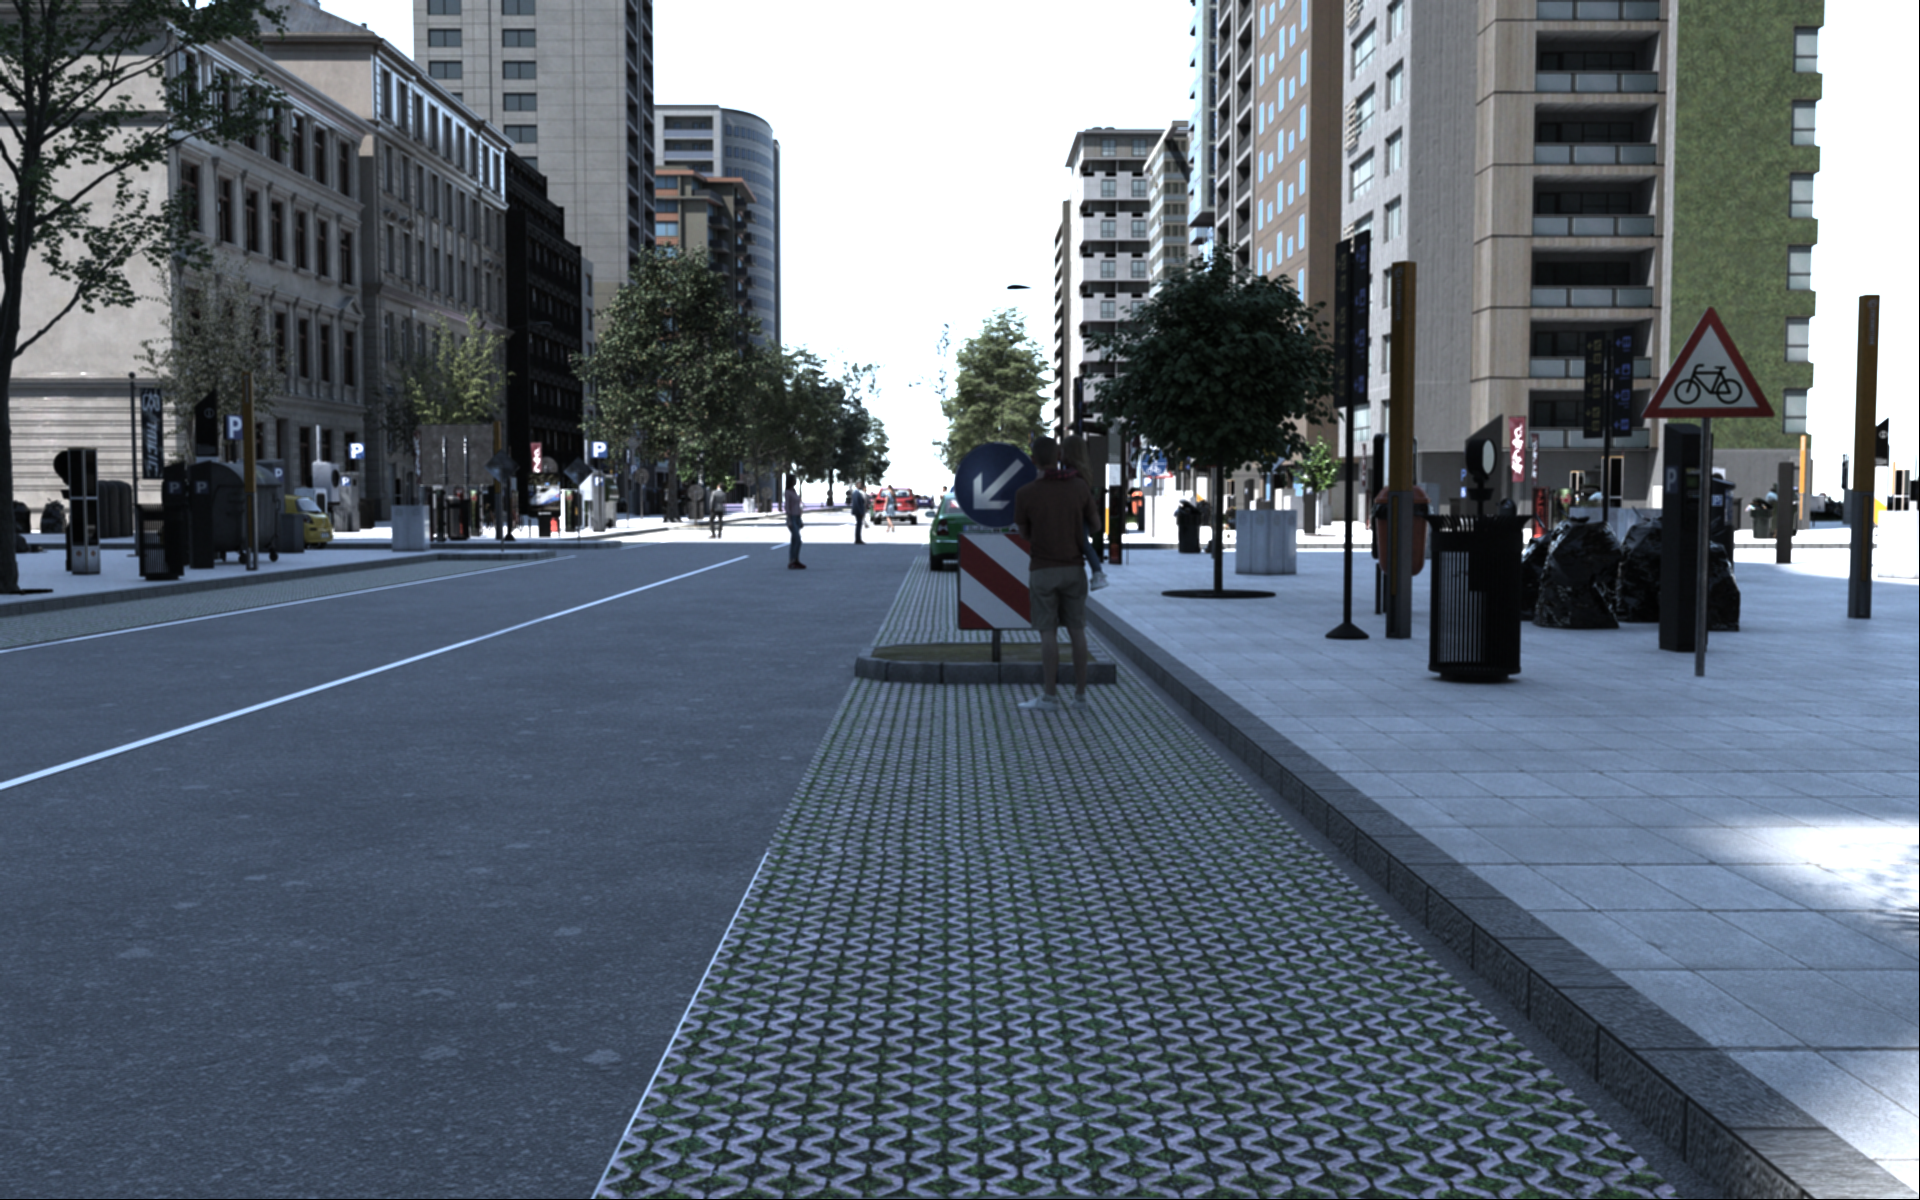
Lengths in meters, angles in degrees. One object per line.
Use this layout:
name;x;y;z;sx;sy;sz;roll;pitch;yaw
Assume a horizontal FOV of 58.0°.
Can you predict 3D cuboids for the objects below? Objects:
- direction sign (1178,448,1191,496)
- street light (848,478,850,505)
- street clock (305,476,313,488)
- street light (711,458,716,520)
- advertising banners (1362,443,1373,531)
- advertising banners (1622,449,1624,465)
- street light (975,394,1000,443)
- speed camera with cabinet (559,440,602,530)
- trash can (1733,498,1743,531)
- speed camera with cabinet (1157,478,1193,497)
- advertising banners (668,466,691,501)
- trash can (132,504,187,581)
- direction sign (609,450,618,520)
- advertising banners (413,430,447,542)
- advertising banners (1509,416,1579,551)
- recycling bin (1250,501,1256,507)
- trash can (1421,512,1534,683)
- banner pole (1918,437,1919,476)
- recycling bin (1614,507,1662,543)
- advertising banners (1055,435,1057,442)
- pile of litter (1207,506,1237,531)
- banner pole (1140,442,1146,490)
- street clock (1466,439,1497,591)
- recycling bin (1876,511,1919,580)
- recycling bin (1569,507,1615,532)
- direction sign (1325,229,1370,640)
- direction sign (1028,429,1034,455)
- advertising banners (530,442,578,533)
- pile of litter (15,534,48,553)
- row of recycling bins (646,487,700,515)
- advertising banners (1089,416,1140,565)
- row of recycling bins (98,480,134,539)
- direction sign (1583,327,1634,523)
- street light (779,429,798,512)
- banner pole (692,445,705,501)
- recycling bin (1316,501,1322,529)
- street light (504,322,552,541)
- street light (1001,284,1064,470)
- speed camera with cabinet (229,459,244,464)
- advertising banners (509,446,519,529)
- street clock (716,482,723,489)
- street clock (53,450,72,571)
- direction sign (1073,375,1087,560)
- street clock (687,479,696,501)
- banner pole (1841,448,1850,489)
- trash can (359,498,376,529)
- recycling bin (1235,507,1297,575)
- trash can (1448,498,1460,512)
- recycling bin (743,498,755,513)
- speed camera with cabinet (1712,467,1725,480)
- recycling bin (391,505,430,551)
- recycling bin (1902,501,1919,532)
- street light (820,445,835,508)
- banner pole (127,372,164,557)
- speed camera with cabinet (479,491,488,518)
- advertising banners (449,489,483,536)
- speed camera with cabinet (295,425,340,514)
direction sign;7.913;-4.229;61.148;0.379;3.537;0.876;-1;4;-22
street light;-12.710;-14.288;206.143;1.470;5.913;1.316;0;4;0
street clock;-25.375;-3.862;67.720;0.358;2.002;0.471;0;4;5
street light;-11.946;-7.015;87.239;1.470;5.913;1.316;0;4;0
advertising banners;14.323;-3.950;60.762;0.090;3.025;2.074;2;4;26
advertising banners;23.074;-3.926;60.377;0.090;3.025;2.074;1;4;22
street light;1.413;-6.617;80.733;1.470;5.913;1.316;0;4;0
speed camera with cabinet;-13.662;-4.149;62.168;0.660;3.252;2.038;2;4;25
trash can;26.783;-2.966;60.150;0.748;1.137;0.748;0;3;0
speed camera with cabinet;10.748;-5.696;87.464;2.038;3.252;0.660;0;4;5
advertising banners;-16.258;-6.449;101.623;2.074;3.025;0.090;-3;5;-42
trash can;-11.919;-0.867;25.835;0.748;1.137;0.748;0;3;0
direction sign;-17.253;-5.769;86.316;0.379;3.537;0.876;-3;4;-39
advertising banners;-14.309;-3.088;46.678;0.090;3.025;2.074;-3;4;-38
advertising banners;12.873;-2.576;38.308;0.090;3.025;2.074;-2;4;-27
recycling bin;11.106;-3.127;63.679;0.722;1.027;0.722;2;4;26
trash can;3.555;-0.018;11.941;0.748;1.137;0.748;0;3;0
banner pole;41.630;-5.193;74.922;0.401;3.779;0.863;0;4;-3
recycling bin;11.945;-1.076;30.146;0.722;1.027;0.722;0;4;-5
advertising banners;2.724;-3.334;50.691;0.090;3.025;2.074;1;4;10
pile of litter;9.355;-2.891;61.236;1.719;0.858;1.176;-3;4;-36
banner pole;8.807;-5.715;83.458;0.401;3.779;0.863;-1;4;-22
street clock;6.860;-1.117;22.836;0.358;2.002;0.471;3;5;41
recycling bin;14.453;-0.838;26.249;0.722;1.027;0.722;-1;4;-15
recycling bin;12.089;-1.251;33.007;0.722;1.027;0.722;0;4;-4
direction sign;3.454;-1.428;15.345;0.379;3.537;0.876;0;4;-5
direction sign;2.498;-4.214;60.896;0.379;3.537;0.876;0;4;-8
advertising banners;-13.580;-3.773;57.874;2.074;3.025;0.090;2;4;31
pile of litter;-20.938;-1.462;37.875;1.719;0.858;1.176;0;4;8
row of recycling bins;-18.291;-6.389;111.578;3.534;1.692;1.069;-3;5;-39
advertising banners;2.834;-2.168;31.643;0.090;3.025;2.074;-1;4;-21
row of recycling bins;-25.250;-2.699;51.234;1.069;1.692;3.534;-1;4;-11
direction sign;8.944;-1.955;23.958;0.379;3.537;0.876;-2;4;-23
street light;-12.163;-9.193;122.843;1.470;5.913;1.316;0;4;0
banner pole;-13.374;-6.017;88.388;0.863;3.779;0.401;1;4;13
recycling bin;13.101;-3.187;64.659;0.722;1.027;0.722;1;4;23
street light;-11.719;-4.550;46.933;1.470;5.913;1.316;0;4;0
street light;1.724;-4.034;38.504;1.470;5.913;1.316;0;4;0
speed camera with cabinet;-19.327;-3.183;46.386;0.660;3.252;2.038;-2;4;-30
advertising banners;-16.421;-4.126;63.650;0.090;3.025;2.074;0;4;-5
street clock;-13.370;-5.606;96.230;0.471;2.002;0.358;-1;4;-13
street clock;-14.807;-1.488;28.895;0.471;2.002;0.358;0;4;-2
direction sign;2.280;-2.538;33.489;0.379;3.537;0.876;0;4;-7
street clock;-13.268;-4.958;85.625;0.358;2.002;0.471;1;4;16
banner pole;48.018;-6.360;94.000;0.401;3.779;0.863;0;4;1
trash can;-21.644;-3.146;63.088;0.748;1.137;0.748;0;3;0
recycling bin;4.910;-0.931;27.777;0.722;1.027;0.722;-3;5;-40
trash can;17.297;-2.960;60.046;0.748;1.137;0.748;0;3;0
recycling bin;-14.000;-6.273;115.117;0.722;1.027;0.722;0;4;-1
speed camera with cabinet;47.127;-6.922;107.506;2.038;3.252;0.660;-1;4;-18
recycling bin;-12.382;-1.621;39.051;0.722;1.027;0.722;0;4;-7
recycling bin;35.255;-3.121;63.576;0.722;1.027;0.722;0;4;-2
street light;-12.459;-11.658;163.147;1.470;5.913;1.316;0;4;0
banner pole;-16.833;-2.800;35.798;0.401;3.779;0.863;3;4;38
speed camera with cabinet;-24.515;-5.888;90.612;0.660;3.252;2.038;2;4;32
advertising banners;-15.383;-3.489;53.238;2.074;3.025;0.090;3;4;37
speed camera with cabinet;-18.181;-3.344;49.017;0.660;3.252;2.038;0;4;0
